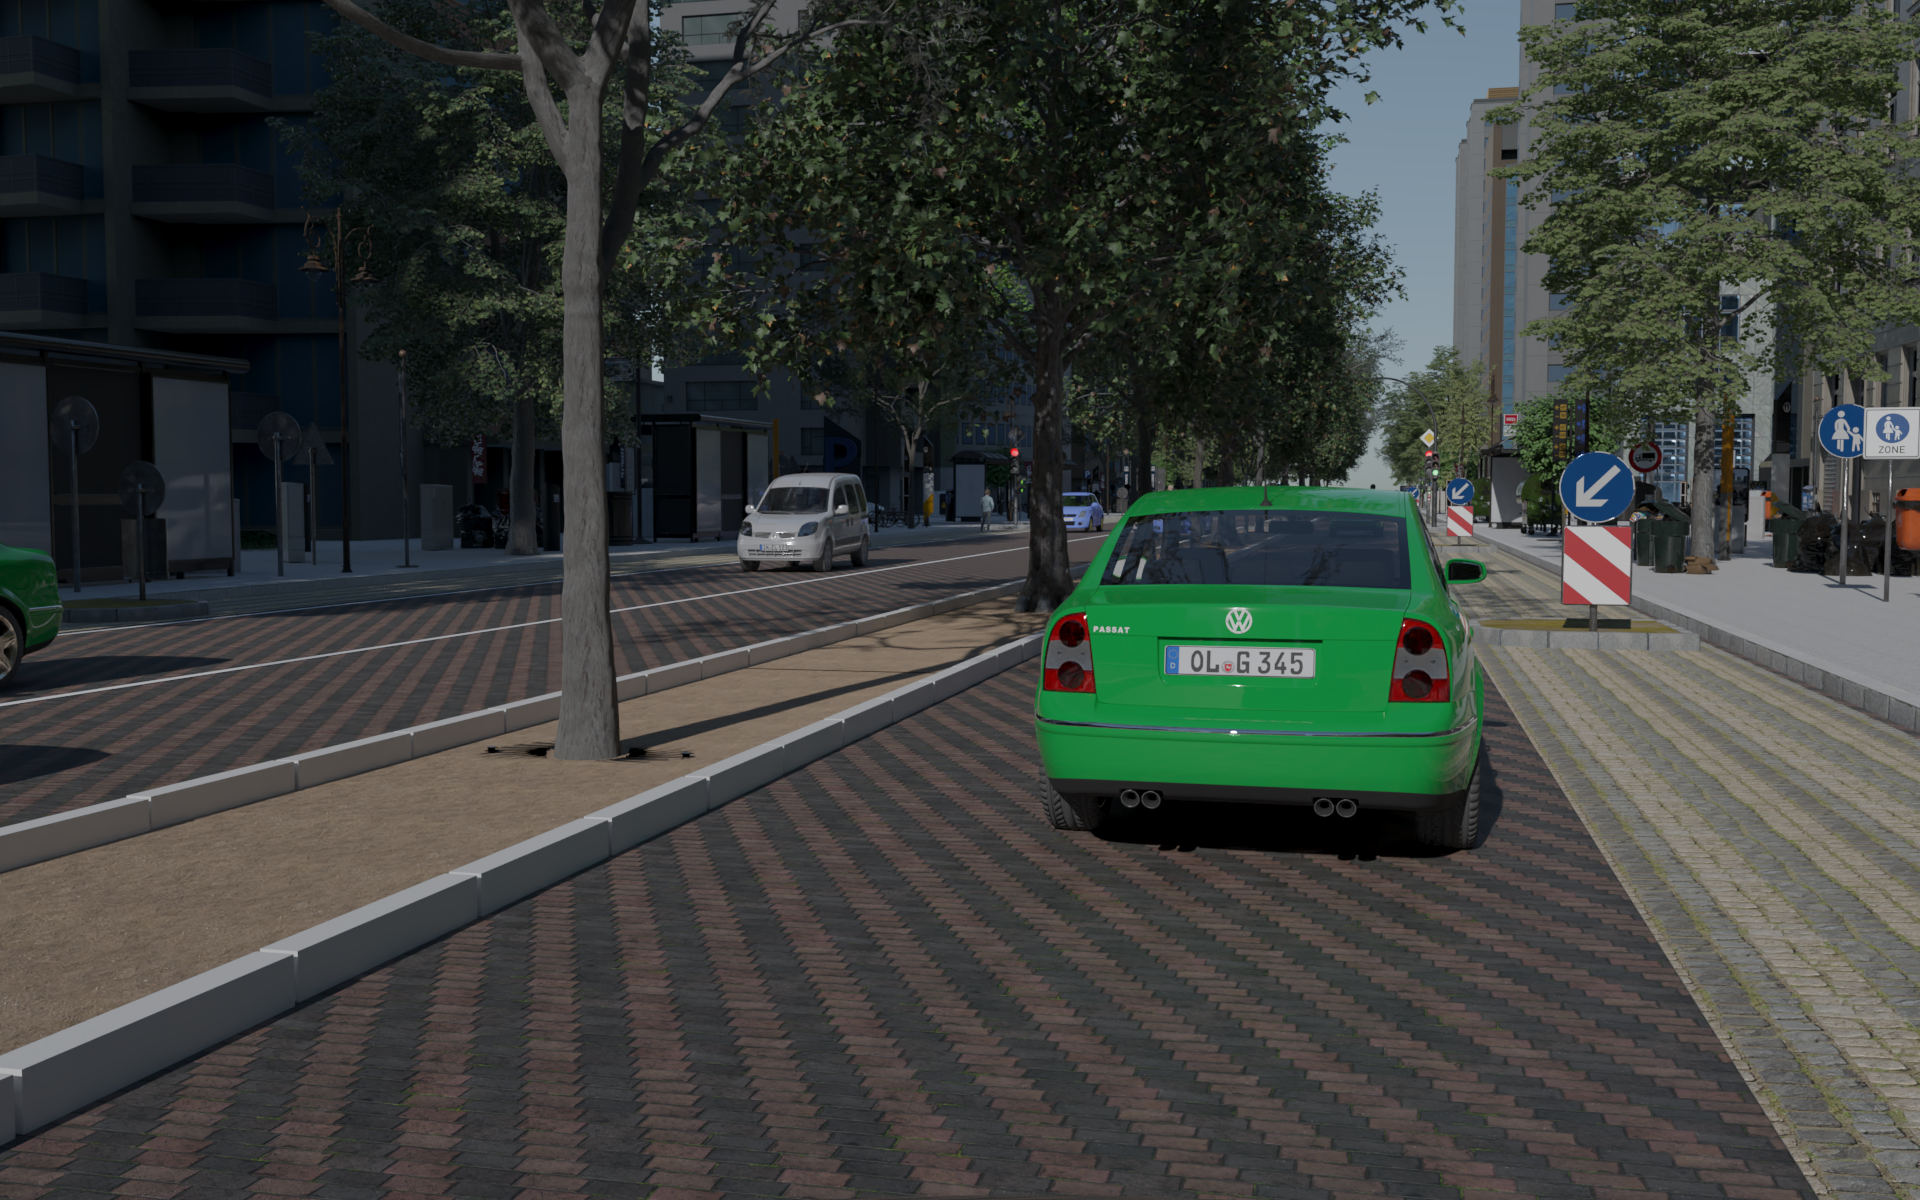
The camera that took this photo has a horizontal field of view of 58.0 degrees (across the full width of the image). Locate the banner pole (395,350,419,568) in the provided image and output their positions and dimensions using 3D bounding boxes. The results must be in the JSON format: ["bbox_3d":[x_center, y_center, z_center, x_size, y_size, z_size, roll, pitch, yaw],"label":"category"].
[{"bbox_3d":[-9.632,-2.443,29.960,0.401,3.779,0.863,-1,4,-10],"label":"banner pole"}]

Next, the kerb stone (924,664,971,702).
[{"bbox_3d":[-0.114,0.601,12.363,0.120,0.150,1.000,1,4,13],"label":"kerb stone"}]

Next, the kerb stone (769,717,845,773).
[{"bbox_3d":[-0.843,0.787,9.365,0.120,0.150,1.000,1,4,13],"label":"kerb stone"}]

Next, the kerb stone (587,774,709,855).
[{"bbox_3d":[-1.320,0.907,7.361,0.120,0.150,1.000,1,4,13],"label":"kerb stone"}]

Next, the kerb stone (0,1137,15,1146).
[{"bbox_3d":[-2.275,1.156,3.374,0.120,0.150,1.000,1,4,13],"label":"kerb stone"}]

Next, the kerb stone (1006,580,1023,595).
[{"bbox_3d":[0.704,-0.158,24.787,0.120,0.150,1.000,1,4,13],"label":"kerb stone"}]

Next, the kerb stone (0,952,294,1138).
[{"bbox_3d":[-2.035,1.092,4.368,0.120,0.150,1.000,1,4,13],"label":"kerb stone"}]

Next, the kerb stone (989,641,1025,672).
[{"bbox_3d":[0.358,0.479,14.364,0.120,0.150,1.000,1,4,13],"label":"kerb stone"}]

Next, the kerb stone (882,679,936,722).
[{"bbox_3d":[-0.358,0.663,11.360,0.120,0.150,1.000,1,4,13],"label":"kerb stone"}]

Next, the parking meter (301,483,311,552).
[{"bbox_3d":[-14.587,-1.832,38.369,0.372,1.533,0.369,0,3,0],"label":"parking meter"}]

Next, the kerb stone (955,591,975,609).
[{"bbox_3d":[-0.010,0.025,21.793,0.120,0.150,1.000,1,4,13],"label":"kerb stone"}]

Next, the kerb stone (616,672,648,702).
[{"bbox_3d":[-2.408,0.634,11.824,0.120,0.150,1.000,1,4,13],"label":"kerb stone"}]

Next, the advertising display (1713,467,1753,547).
[{"bbox_3d":[18.688,-2.261,42.186,0.974,1.923,0.123,2,4,34],"label":"advertising display"}]

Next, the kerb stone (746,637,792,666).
[{"bbox_3d":[-1.680,0.451,14.822,0.120,0.150,1.000,1,4,13],"label":"kerb stone"}]

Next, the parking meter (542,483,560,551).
[{"bbox_3d":[-9.202,-1.871,38.995,0.372,1.533,0.369,0,3,0],"label":"parking meter"}]

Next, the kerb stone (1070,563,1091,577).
[{"bbox_3d":[2.149,-0.520,30.788,0.120,0.150,1.000,1,4,13],"label":"kerb stone"}]

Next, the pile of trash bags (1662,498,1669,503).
[{"bbox_3d":[35.079,-4.796,88.173,1.912,1.369,3.447,2,4,26],"label":"pile of trash bags"}]

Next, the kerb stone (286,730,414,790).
[{"bbox_3d":[-3.125,0.818,8.834,0.120,0.150,1.000,1,4,13],"label":"kerb stone"}]

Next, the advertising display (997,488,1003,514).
[{"bbox_3d":[2.573,-6.393,109.747,0.123,1.923,0.974,1,4,21],"label":"advertising display"}]

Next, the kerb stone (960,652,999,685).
[{"bbox_3d":[0.119,0.541,13.358,0.120,0.150,1.000,1,4,13],"label":"kerb stone"}]

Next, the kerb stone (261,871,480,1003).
[{"bbox_3d":[-1.804,1.032,5.373,0.120,0.150,1.000,1,4,13],"label":"kerb stone"}]

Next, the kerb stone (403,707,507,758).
[{"bbox_3d":[-2.888,0.758,9.836,0.120,0.150,1.000,1,4,13],"label":"kerb stone"}]

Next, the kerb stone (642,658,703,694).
[{"bbox_3d":[-2.164,0.574,12.818,0.120,0.150,1.000,1,4,13],"label":"kerb stone"}]

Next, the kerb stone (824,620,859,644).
[{"bbox_3d":[-1.211,0.329,16.816,0.120,0.150,1.000,1,4,13],"label":"kerb stone"}]

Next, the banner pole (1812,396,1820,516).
[{"bbox_3d":[21.818,-3.315,44.213,0.401,3.779,0.863,2,4,27],"label":"banner pole"}]

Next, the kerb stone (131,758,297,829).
[{"bbox_3d":[-3.370,0.878,7.841,0.120,0.150,1.000,1,4,13],"label":"kerb stone"}]

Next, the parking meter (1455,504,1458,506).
[{"bbox_3d":[29.866,-6.002,103.846,0.399,1.863,0.255,-2,4,-27],"label":"parking meter"}]

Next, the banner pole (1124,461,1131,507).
[{"bbox_3d":[12.726,-8.638,131.245,0.401,3.779,0.863,-3,5,-44],"label":"banner pole"}]

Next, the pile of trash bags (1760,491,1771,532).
[{"bbox_3d":[26.811,-2.999,58.791,1.912,1.369,3.447,0,4,1],"label":"pile of trash bags"}]

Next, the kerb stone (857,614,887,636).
[{"bbox_3d":[-0.969,0.275,17.809,0.120,0.150,1.000,1,4,13],"label":"kerb stone"}]

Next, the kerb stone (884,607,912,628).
[{"bbox_3d":[-0.732,0.213,18.803,0.120,0.150,1.000,1,4,13],"label":"kerb stone"}]

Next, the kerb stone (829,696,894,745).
[{"bbox_3d":[-0.601,0.724,10.367,0.120,0.150,1.000,1,4,13],"label":"kerb stone"}]

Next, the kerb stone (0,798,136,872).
[{"bbox_3d":[-3.598,0.943,6.840,0.120,0.150,1.000,1,4,13],"label":"kerb stone"}]

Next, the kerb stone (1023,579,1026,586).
[{"bbox_3d":[0.952,-0.218,25.779,0.120,0.150,1.000,1,4,13],"label":"kerb stone"}]

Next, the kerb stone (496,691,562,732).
[{"bbox_3d":[-2.649,0.695,10.830,0.120,0.150,1.000,1,4,13],"label":"kerb stone"}]

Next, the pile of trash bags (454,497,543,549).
[{"bbox_3d":[-11.484,-1.948,41.601,3.447,1.369,1.912,2,4,25],"label":"pile of trash bags"}]

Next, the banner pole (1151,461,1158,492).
[{"bbox_3d":[14.603,-8.563,130.014,0.401,3.779,0.863,-3,5,-45],"label":"banner pole"}]

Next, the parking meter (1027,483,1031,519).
[{"bbox_3d":[3.648,-5.165,90.162,0.255,1.863,0.399,0,4,-5],"label":"parking meter"}]

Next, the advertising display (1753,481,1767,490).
[{"bbox_3d":[38.161,-4.751,82.896,0.123,1.923,0.974,-1,4,-23],"label":"advertising display"}]

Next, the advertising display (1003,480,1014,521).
[{"bbox_3d":[2.567,-5.200,90.240,0.123,1.923,0.974,-1,4,-13],"label":"advertising display"}]

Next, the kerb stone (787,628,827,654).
[{"bbox_3d":[-1.445,0.390,15.817,0.120,0.150,1.000,1,4,13],"label":"kerb stone"}]

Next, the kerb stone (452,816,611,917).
[{"bbox_3d":[-1.563,0.970,6.366,0.120,0.150,1.000,1,4,13],"label":"kerb stone"}]

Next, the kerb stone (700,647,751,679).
[{"bbox_3d":[-1.924,0.513,13.819,0.120,0.150,1.000,1,4,13],"label":"kerb stone"}]

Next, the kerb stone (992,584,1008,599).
[{"bbox_3d":[0.468,-0.090,23.793,0.120,0.150,1.000,1,4,13],"label":"kerb stone"}]

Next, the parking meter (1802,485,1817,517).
[{"bbox_3d":[23.998,-2.479,48.945,0.372,1.533,0.369,0,3,0],"label":"parking meter"}]

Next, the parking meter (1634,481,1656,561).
[{"bbox_3d":[13.212,-1.529,33.416,0.372,1.533,0.369,0,3,0],"label":"parking meter"}]

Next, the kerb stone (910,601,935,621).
[{"bbox_3d":[-0.496,0.147,19.800,0.120,0.150,1.000,1,4,13],"label":"kerb stone"}]

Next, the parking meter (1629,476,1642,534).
[{"bbox_3d":[21.928,-3.091,56.254,0.255,1.863,0.399,2,4,35],"label":"parking meter"}]

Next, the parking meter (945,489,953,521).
[{"bbox_3d":[-0.497,-4.451,81.177,0.372,1.533,0.369,0,3,0],"label":"parking meter"}]

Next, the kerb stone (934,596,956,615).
[{"bbox_3d":[-0.249,0.091,20.792,0.120,0.150,1.000,1,4,13],"label":"kerb stone"}]

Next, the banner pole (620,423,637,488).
[{"bbox_3d":[-10.751,-4.050,56.235,0.863,3.779,0.401,-2,4,-29],"label":"banner pole"}]

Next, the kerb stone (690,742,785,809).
[{"bbox_3d":[-1.078,0.846,8.362,0.120,0.150,1.000,1,4,13],"label":"kerb stone"}]

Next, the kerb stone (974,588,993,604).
[{"bbox_3d":[0.235,-0.037,22.797,0.120,0.150,1.000,1,4,13],"label":"kerb stone"}]

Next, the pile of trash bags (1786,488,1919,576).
[{"bbox_3d":[14.462,-1.071,27.267,1.912,1.369,3.447,1,4,9],"label":"pile of trash bags"}]
